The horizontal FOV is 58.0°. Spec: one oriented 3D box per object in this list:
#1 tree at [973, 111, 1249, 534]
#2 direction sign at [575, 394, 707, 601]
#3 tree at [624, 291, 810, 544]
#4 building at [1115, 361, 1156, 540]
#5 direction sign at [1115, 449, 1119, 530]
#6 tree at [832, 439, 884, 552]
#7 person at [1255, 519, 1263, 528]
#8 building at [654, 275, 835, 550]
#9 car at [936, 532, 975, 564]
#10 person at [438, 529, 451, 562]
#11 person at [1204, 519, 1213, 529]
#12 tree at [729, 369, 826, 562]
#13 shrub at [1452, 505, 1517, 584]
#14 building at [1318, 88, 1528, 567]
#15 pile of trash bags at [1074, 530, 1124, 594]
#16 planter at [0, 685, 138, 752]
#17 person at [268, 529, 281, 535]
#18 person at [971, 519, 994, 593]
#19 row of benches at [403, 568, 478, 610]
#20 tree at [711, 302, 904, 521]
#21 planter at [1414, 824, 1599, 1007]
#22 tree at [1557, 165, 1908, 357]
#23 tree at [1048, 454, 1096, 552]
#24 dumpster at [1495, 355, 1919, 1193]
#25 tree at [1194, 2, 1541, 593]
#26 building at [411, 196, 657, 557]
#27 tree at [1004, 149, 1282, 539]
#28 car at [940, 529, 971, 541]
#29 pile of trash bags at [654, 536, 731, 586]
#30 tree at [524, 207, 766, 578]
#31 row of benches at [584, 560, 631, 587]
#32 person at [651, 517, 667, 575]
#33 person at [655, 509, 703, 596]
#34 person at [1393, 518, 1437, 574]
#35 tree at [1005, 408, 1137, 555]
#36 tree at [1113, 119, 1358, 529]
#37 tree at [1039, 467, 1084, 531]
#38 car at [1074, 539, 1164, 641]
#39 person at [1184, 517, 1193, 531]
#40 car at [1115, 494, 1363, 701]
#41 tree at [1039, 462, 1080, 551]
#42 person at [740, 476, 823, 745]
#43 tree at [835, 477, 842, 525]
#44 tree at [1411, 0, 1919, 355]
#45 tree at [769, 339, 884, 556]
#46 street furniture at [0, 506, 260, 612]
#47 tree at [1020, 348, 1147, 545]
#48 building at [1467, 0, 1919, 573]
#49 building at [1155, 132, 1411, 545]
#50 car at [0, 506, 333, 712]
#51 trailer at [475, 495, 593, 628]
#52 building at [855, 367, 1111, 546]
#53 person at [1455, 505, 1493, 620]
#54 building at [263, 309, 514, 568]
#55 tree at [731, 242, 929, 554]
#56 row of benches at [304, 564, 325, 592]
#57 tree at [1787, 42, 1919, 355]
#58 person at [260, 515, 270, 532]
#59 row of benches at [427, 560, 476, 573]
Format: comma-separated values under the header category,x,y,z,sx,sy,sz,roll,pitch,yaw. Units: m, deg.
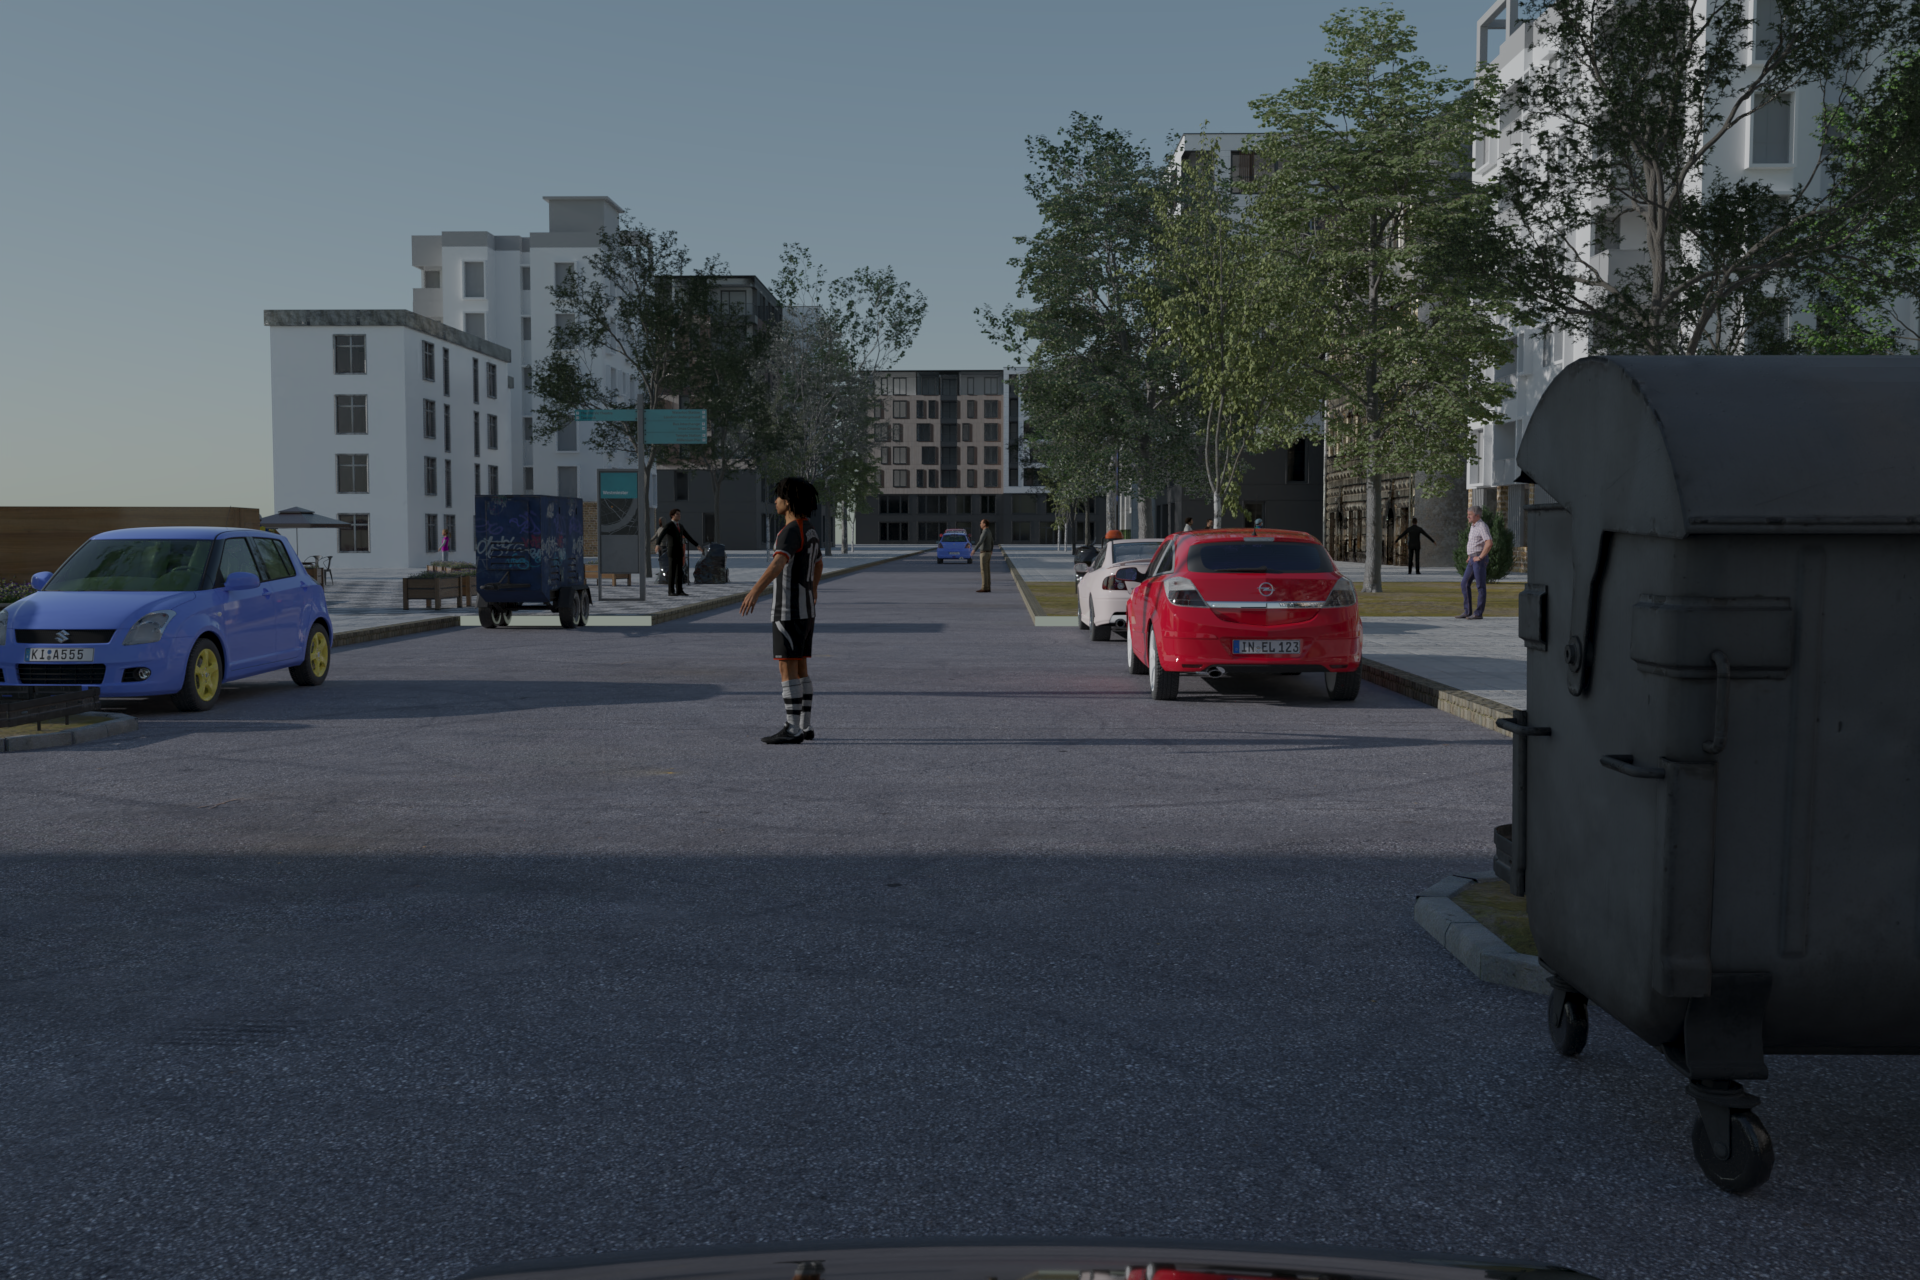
category,x,y,z,sx,sy,sz,roll,pitch,yaw
tree,6.969,-13.486,76.382,12.611,20.169,13.585,0,3,0
direction sign,-6.068,-2.747,33.673,2.525,3.948,1.411,0,4,2
tree,-9.447,-8.012,65.413,8.767,10.594,7.601,2,4,34
building,25.482,-19.449,184.455,16.747,18.905,31.486,0,4,1
direction sign,4.197,-3.323,46.334,0.379,3.537,0.876,0,4,2
tree,-7.755,-10.570,123.178,4.360,8.622,3.978,0,3,0
person,10.492,-3.336,60.662,0.704,1.817,1.347,-1,4,-12
building,-26.396,-18.921,153.340,27.936,21.610,32.646,0,4,1
car,-0.236,-4.579,84.450,1.945,1.707,3.694,0,4,1
person,-15.345,-2.580,51.444,0.599,1.433,0.991,0,4,-5
person,8.764,-3.340,60.741,0.704,1.812,1.346,3,5,40
tree,-8.896,-7.816,78.160,4.360,8.622,3.978,0,3,0
shrub,13.537,-2.486,44.687,1.661,2.075,1.752,0,3,0
building,26.875,-14.927,74.982,19.493,23.208,18.063,0,4,1
pile of trash bags,3.386,-1.672,37.082,1.912,1.369,3.447,0,4,0
planter,-7.015,0.547,12.204,1.991,0.319,1.994,0,4,1
person,-22.911,-3.149,57.258,0.705,1.858,1.354,3,5,40
person,0.597,-2.067,42.530,0.705,1.796,1.348,1,4,21
row of benches,-8.912,-0.950,31.001,1.422,0.672,4.104,0,4,5
tree,-8.073,-11.077,91.482,12.009,13.543,11.850,0,3,0
planter,2.672,0.925,6.024,1.991,0.319,1.994,0,4,1
tree,19.620,-6.659,43.294,8.767,10.594,7.601,0,4,-1
tree,7.568,-10.791,126.788,4.360,8.622,3.978,0,3,0
dumpster,2.381,0.244,4.229,1.865,1.857,1.264,0,4,1
tree,8.958,-7.347,38.243,7.486,12.596,7.792,0,3,0
building,-24.664,-14.801,98.422,16.016,20.090,11.380,0,4,1
tree,6.003,-9.163,56.475,9.857,13.997,8.962,0,3,0
car,-0.307,-7.145,125.501,2.281,1.827,5.304,0,4,1
pile of trash bags,-6.963,-2.122,44.448,1.912,1.369,3.447,0,4,1
tree,-9.433,-7.103,50.539,8.767,10.594,7.601,2,4,35
row of benches,-10.040,-1.710,43.416,4.104,0.672,1.422,2,4,30
person,-9.245,-2.913,53.762,0.705,1.813,1.348,-3,5,-44
person,-5.855,-1.811,35.803,0.705,1.806,1.347,2,4,34
person,14.465,-2.990,55.115,1.346,1.802,0.704,2,4,23
tree,7.007,-10.479,105.742,8.767,10.594,7.601,0,3,0
tree,4.977,-4.976,31.724,4.737,8.622,4.395,0,3,0
tree,7.759,-10.437,121.013,4.737,8.622,4.395,0,3,0
car,2.682,-0.744,24.521,2.083,1.381,4.827,0,4,1
person,7.217,-2.951,54.436,0.705,1.806,1.347,0,4,2
car,2.577,-0.450,16.396,2.155,1.783,4.494,0,4,1
tree,7.848,-11.197,133.436,4.737,8.622,4.395,0,3,0
person,-1.169,-0.202,11.911,0.704,1.843,1.345,1,4,14
tree,-19.147,-19.399,223.836,9.857,13.997,8.962,0,3,0
tree,9.393,-5.360,22.041,7.601,10.594,8.767,-1,4,-23
tree,-8.143,-11.212,101.435,7.486,12.596,7.792,0,3,0
street furniture,-15.992,-1.343,28.811,9.812,1.723,11.010,-1,4,-10
tree,6.954,-10.404,95.860,9.928,11.665,9.643,0,3,0
building,23.674,-12.540,61.446,16.016,20.090,11.380,0,4,2
building,25.566,-15.946,104.696,27.936,21.610,32.646,0,4,1
car,-6.901,-0.337,15.100,1.945,1.707,3.694,0,4,1
trailer,-6.541,-1.151,25.865,1.471,1.999,3.904,0,4,1
building,3.785,-23.105,224.192,32.646,21.610,27.936,0,4,3
person,7.710,-1.163,26.000,0.436,1.711,0.756,0,4,5
building,-24.928,-8.365,78.917,9.099,9.664,28.070,0,4,1
tree,-8.755,-15.761,113.583,12.611,20.169,13.585,0,3,0
row of benches,-16.056,-1.362,37.733,4.104,0.672,1.422,0,4,-7
tree,20.107,-6.602,33.702,9.928,11.665,9.643,0,3,0
person,-16.478,-2.086,40.572,1.216,1.772,0.721,-3,5,-40
row of benches,-11.634,-1.485,39.740,1.422,0.672,4.104,-2,4,-24
